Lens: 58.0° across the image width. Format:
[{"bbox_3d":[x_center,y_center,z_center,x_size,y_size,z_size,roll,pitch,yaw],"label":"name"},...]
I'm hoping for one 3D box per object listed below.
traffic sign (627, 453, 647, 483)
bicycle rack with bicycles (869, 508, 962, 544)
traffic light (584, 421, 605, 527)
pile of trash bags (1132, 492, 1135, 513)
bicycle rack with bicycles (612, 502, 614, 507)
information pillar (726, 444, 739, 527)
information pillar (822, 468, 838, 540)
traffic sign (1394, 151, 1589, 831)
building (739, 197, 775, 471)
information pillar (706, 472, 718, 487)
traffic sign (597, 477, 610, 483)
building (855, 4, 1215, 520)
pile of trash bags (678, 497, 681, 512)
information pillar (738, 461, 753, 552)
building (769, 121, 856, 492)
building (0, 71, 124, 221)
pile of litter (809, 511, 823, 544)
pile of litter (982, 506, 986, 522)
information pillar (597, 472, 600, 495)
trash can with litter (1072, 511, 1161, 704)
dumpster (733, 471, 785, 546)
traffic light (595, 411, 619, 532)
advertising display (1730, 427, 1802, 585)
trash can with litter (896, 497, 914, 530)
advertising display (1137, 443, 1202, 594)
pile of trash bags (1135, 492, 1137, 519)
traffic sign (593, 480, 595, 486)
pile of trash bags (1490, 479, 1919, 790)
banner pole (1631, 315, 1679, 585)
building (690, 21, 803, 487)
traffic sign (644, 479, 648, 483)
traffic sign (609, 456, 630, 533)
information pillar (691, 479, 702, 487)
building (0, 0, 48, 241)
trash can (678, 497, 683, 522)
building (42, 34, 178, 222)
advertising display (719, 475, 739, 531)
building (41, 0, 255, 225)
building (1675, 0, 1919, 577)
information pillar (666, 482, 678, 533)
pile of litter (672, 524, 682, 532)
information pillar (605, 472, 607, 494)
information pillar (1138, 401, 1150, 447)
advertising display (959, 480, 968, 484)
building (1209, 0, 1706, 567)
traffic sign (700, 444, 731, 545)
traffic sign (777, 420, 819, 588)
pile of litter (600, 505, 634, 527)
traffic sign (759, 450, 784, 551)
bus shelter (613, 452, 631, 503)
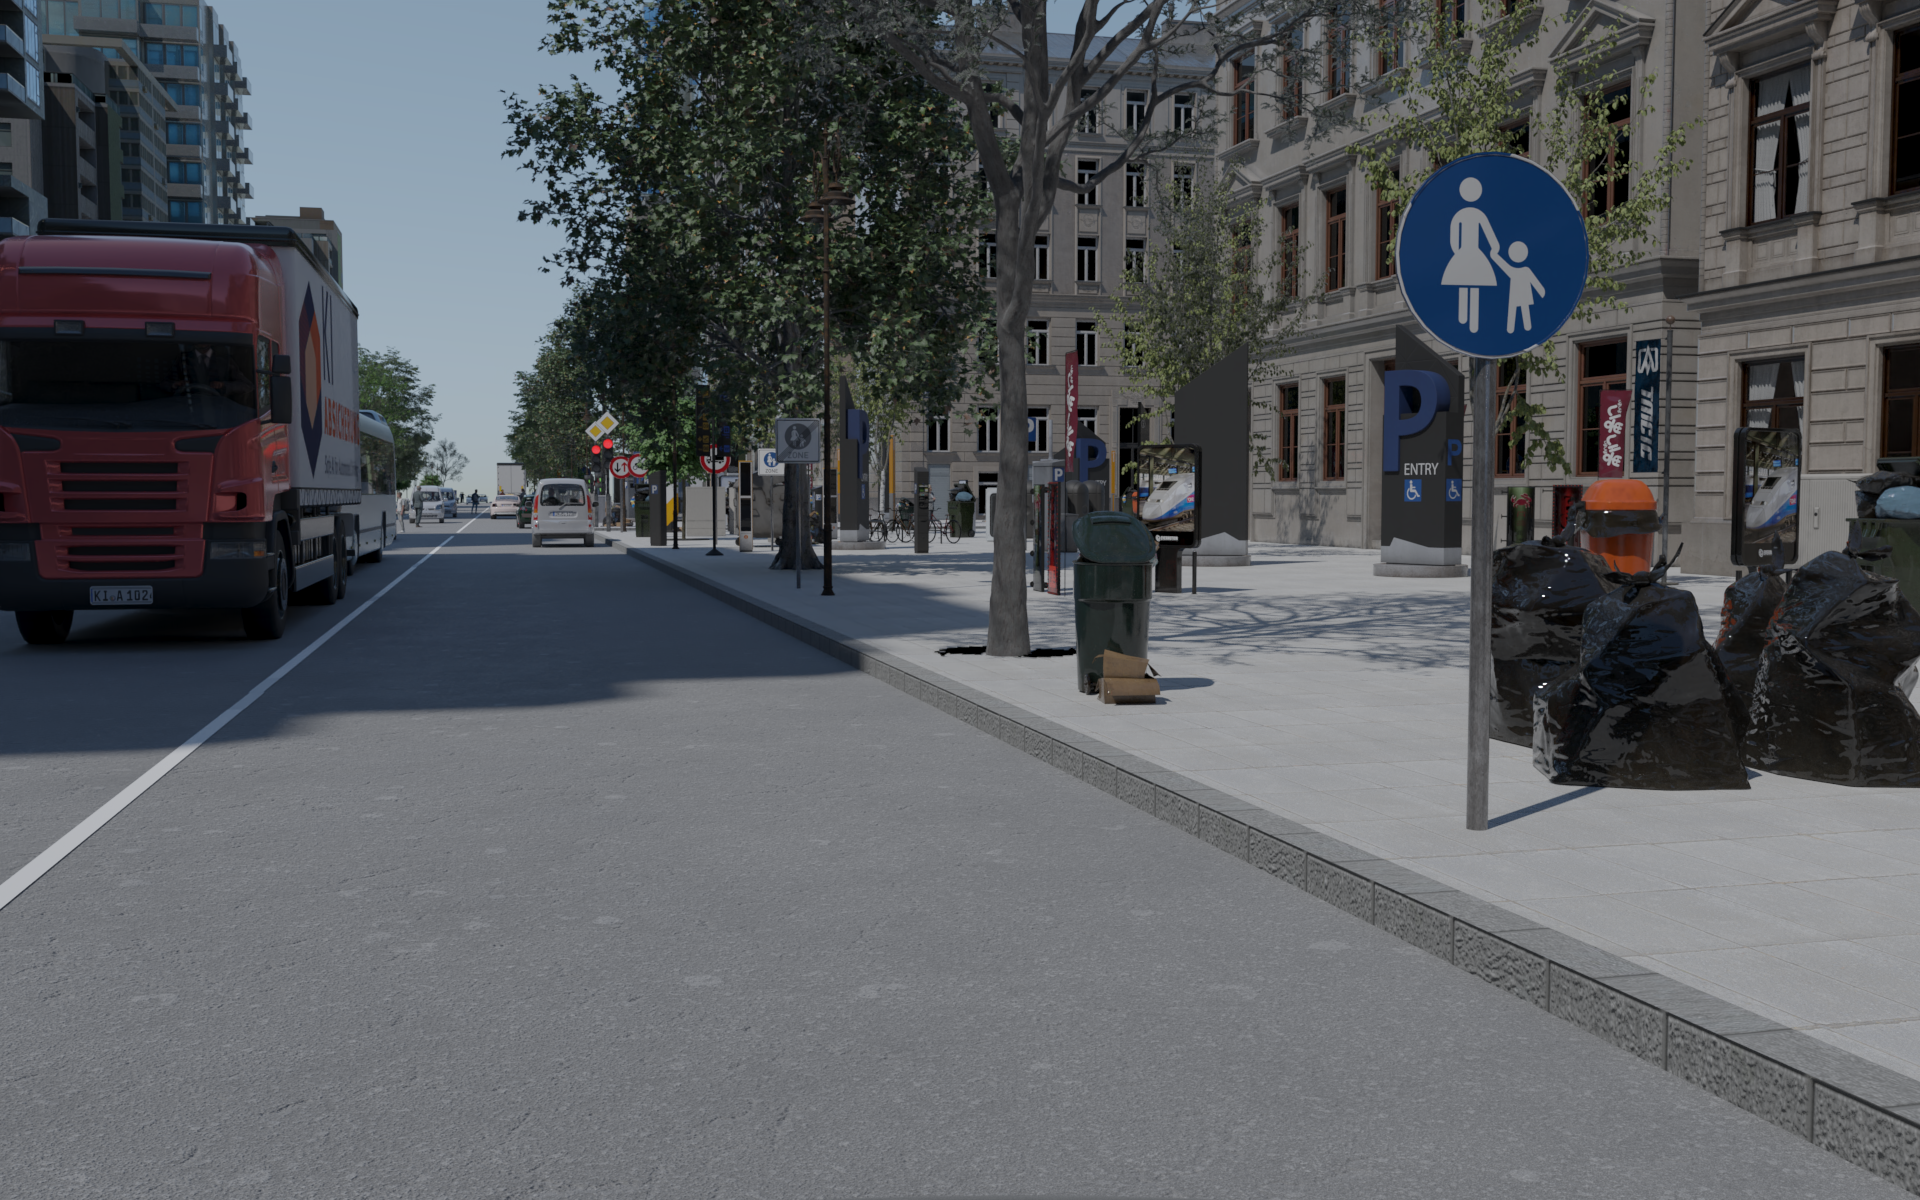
[{"bbox_3d":[-9.965,-3.293,53.952,0.768,2.556,0.104,0,4,-6],"label":"traffic sign"},{"bbox_3d":[-1.702,-1.933,44.986,2.852,0.926,2.925,-2,4,-35],"label":"bicycle rack with bicycles"},{"bbox_3d":[-14.015,-4.751,66.604,0.839,4.253,0.868,-1,4,-15],"label":"traffic light"},{"bbox_3d":[11.688,-7.411,130.928,1.912,1.369,3.447,-1,4,-17],"label":"pile of trash bags"},{"bbox_3d":[-22.507,-5.841,108.887,2.852,0.926,2.925,-1,4,-9],"label":"bicycle rack with bicycles"},{"bbox_3d":[-8.921,-4.684,67.932,0.504,3.616,0.183,-2,4,-33],"label":"information pillar"},{"bbox_3d":[-3.658,-2.711,48.811,0.304,2.012,0.304,3,5,42],"label":"information pillar"},{"bbox_3d":[1.981,-0.395,6.559,0.768,2.556,0.104,-1,4,-9],"label":"traffic sign"},{"bbox_3d":[-9.002,-21.164,133.416,14.401,28.519,23.554,-1,4,-15],"label":"building"},{"bbox_3d":[-8.306,-3.280,58.112,0.304,2.012,0.304,-3,4,-38],"label":"information pillar"},{"bbox_3d":[-21.245,-6.303,103.165,0.768,2.556,0.104,-1,4,-14],"label":"traffic sign"},{"bbox_3d":[7.415,-18.037,92.173,25.104,27.353,12.463,-1,4,-15],"label":"building"},{"bbox_3d":[-20.027,-6.804,121.005,3.447,1.369,1.912,-2,4,-26],"label":"pile of trash bags"},{"bbox_3d":[-4.742,-2.072,38.363,0.304,2.012,0.304,0,4,-6],"label":"information pillar"},{"bbox_3d":[-4.319,-19.951,112.105,13.634,28.700,20.117,-1,4,-15],"label":"building"},{"bbox_3d":[-65.719,-21.168,117.792,14.160,30.474,14.107,-1,4,-15],"label":"building"},{"bbox_3d":[-4.041,-1.866,44.476,1.176,0.858,1.719,2,4,25],"label":"pile of litter"},{"bbox_3d":[1.590,-4.034,79.924,1.176,0.858,1.719,0,4,4],"label":"pile of litter"},{"bbox_3d":[-24.722,-7.766,118.321,0.504,3.616,0.183,0,4,6],"label":"information pillar"},{"bbox_3d":[1.065,0.025,10.973,0.624,1.170,1.055,0,4,-8],"label":"trash can with litter"},{"bbox_3d":[-4.799,-2.229,42.206,1.264,1.857,1.865,-1,4,-15],"label":"dumpster"},{"bbox_3d":[-11.990,-4.279,58.879,0.839,4.253,0.868,-1,4,-15],"label":"traffic light"},{"bbox_3d":[7.879,-0.717,16.935,0.974,1.923,0.123,-2,4,-33],"label":"advertising display"},{"bbox_3d":[-1.717,-3.072,61.609,1.055,1.170,0.624,-2,4,-34],"label":"trash can with litter"},{"bbox_3d":[2.703,-1.053,22.425,0.974,1.923,0.123,3,5,45],"label":"advertising display"},{"bbox_3d":[10.628,-4.621,85.303,3.447,1.369,1.912,-3,5,-42],"label":"pile of trash bags"},{"bbox_3d":[-29.827,-8.552,139.936,0.768,2.556,0.104,-1,4,-8],"label":"traffic sign"},{"bbox_3d":[3.703,0.041,9.075,1.912,1.369,3.447,1,4,9],"label":"pile of trash bags"},{"bbox_3d":[9.860,-2.114,24.585,0.401,3.779,0.863,-2,4,-24],"label":"banner pole"},{"bbox_3d":[-14.990,-44.410,164.363,20.563,71.187,20.611,-1,4,-15],"label":"building"},{"bbox_3d":[-19.753,-6.661,109.008,0.768,2.556,0.104,0,4,-7],"label":"traffic sign"},{"bbox_3d":[-11.265,-3.516,57.593,0.768,2.556,0.104,-1,4,-14],"label":"traffic sign"},{"bbox_3d":[-19.479,-8.339,127.702,0.504,3.616,0.183,3,5,43],"label":"information pillar"},{"bbox_3d":[-57.714,-47.102,82.788,22.319,86.520,31.000,-1,4,-15],"label":"building"},{"bbox_3d":[-12.994,-4.213,80.531,0.748,1.137,0.748,0,3,0],"label":"trash can"},{"bbox_3d":[-78.195,-27.397,139.818,32.217,40.220,23.993,-1,4,-15],"label":"building"},{"bbox_3d":[-7.812,-3.323,59.541,0.974,1.923,0.123,-2,4,-29],"label":"advertising display"},{"bbox_3d":[-80.883,-33.476,166.935,23.786,49.044,30.456,-1,4,-15],"label":"building"},{"bbox_3d":[18.484,-9.492,19.820,10.561,19.102,19.286,-1,4,-15],"label":"building"},{"bbox_3d":[-9.592,-4.045,57.486,0.504,3.616,0.183,2,4,25],"label":"information pillar"},{"bbox_3d":[-9.863,-2.748,58.888,1.176,0.858,1.719,-1,4,-20],"label":"pile of litter"},{"bbox_3d":[-15.423,-5.158,75.689,0.183,3.616,0.504,-1,4,-19],"label":"information pillar"},{"bbox_3d":[4.654,-3.220,44.002,0.183,3.616,0.504,2,4,35],"label":"information pillar"},{"bbox_3d":[0.156,-4.442,77.843,0.123,1.923,0.974,-1,4,-19],"label":"advertising display"},{"bbox_3d":[14.475,-12.478,40.168,11.583,22.565,21.152,-1,4,-15],"label":"building"},{"bbox_3d":[-6.179,-2.672,43.789,0.768,2.556,0.104,-1,4,-9],"label":"traffic sign"},{"bbox_3d":[-2.193,-1.304,23.456,0.606,2.300,0.079,-1,4,-10],"label":"traffic sign"},{"bbox_3d":[-13.424,-3.332,68.450,1.719,0.858,1.176,-2,4,-23],"label":"pile of litter"},{"bbox_3d":[-4.264,-2.271,39.267,0.606,2.300,0.079,0,4,-5],"label":"traffic sign"},{"bbox_3d":[-19.262,-6.636,99.785,1.731,3.624,6.357,-1,4,-15],"label":"bus shelter"}]
